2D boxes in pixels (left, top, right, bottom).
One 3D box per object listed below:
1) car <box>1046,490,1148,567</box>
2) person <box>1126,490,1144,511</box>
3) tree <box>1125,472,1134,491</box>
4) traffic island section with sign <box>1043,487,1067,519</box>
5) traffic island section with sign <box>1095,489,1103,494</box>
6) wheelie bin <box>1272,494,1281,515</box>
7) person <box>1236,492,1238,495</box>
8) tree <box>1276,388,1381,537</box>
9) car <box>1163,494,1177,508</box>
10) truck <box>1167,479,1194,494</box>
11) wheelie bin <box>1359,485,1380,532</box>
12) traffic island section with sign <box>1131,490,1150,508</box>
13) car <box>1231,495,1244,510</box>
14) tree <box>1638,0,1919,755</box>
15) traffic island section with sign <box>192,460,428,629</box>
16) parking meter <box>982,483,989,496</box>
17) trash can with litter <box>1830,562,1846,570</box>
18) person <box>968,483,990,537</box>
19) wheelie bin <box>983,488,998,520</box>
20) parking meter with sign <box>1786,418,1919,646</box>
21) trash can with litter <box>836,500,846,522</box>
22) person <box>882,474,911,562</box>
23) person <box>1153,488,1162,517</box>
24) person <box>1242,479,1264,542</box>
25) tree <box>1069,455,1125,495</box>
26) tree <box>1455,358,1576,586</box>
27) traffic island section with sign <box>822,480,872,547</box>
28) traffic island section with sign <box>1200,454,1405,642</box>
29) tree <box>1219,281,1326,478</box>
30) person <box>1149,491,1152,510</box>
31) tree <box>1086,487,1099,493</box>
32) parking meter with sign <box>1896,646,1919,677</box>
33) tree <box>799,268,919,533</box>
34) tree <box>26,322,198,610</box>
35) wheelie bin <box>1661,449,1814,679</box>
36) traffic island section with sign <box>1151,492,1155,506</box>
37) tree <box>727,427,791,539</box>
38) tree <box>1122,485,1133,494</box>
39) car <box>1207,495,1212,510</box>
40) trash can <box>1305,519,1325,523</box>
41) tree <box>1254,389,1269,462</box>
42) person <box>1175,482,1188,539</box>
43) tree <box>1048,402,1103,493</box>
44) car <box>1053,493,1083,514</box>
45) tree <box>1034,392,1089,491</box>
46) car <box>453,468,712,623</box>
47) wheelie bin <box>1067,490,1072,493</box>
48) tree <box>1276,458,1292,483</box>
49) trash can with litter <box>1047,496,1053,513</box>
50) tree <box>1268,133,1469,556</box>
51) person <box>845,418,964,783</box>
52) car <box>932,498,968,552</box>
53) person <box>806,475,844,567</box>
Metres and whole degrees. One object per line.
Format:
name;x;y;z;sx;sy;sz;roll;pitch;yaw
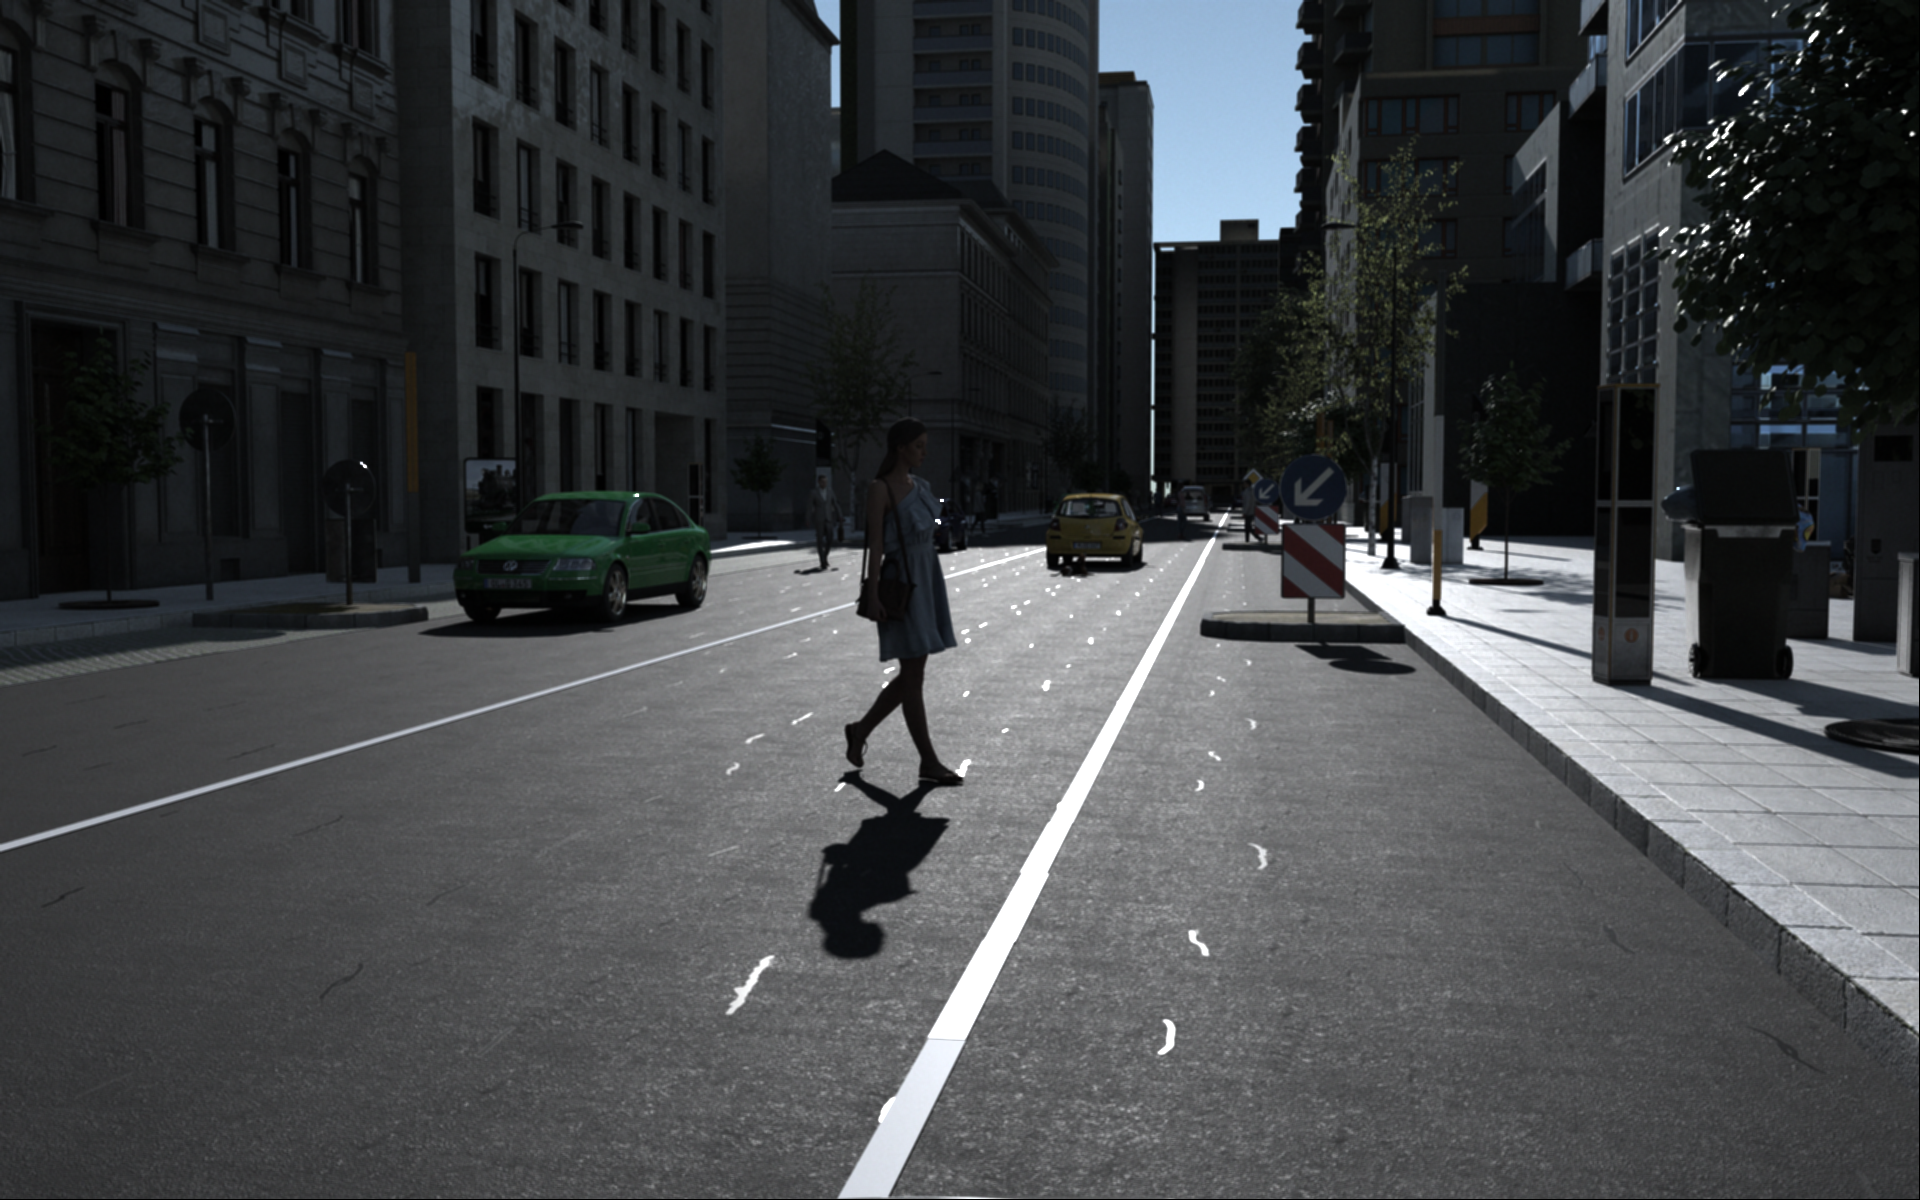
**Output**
car;2.803;-1.543;35.458;2.015;1.641;3.980;1;4;10
person;14.617;-8.367;145.514;1.509;1.804;0.699;2;4;26
tree;18.148;-13.136;198.480;4.285;4.588;4.351;0;3;0
traffic island section with sign;5.918;-5.620;100.515;1.989;1.847;2.006;1;4;9
traffic island section with sign;10.302;-7.296;127.925;1.989;1.847;2.006;1;4;9
wheelie bin;19.877;-6.160;108.626;0.693;1.594;0.980;1;4;22
person;35.161;-12.868;219.443;0.434;1.755;0.990;1;4;12
tree;11.271;-4.196;52.322;4.285;4.588;4.351;0;3;0
car;22.102;-10.416;179.342;2.155;1.783;4.494;0;4;7
truck;28.188;-13.755;220.825;3.469;3.379;9.791;1;4;9
wheelie bin;13.999;-3.108;58.719;0.980;1.594;0.693;0;4;1
traffic island section with sign;18.120;-10.281;176.723;1.989;1.847;2.006;1;4;9
car;25.847;-8.959;159.055;1.945;1.354;3.894;0;4;7
tree;5.265;-1.530;8.733;4.285;4.588;4.351;0;3;0
traffic island section with sign;-7.080;-0.652;19.293;1.989;1.847;2.006;1;4;9
parking meter;1.341;-5.265;91.786;0.255;1.863;0.399;2;4;35
trash can with litter;15.609;-1.152;29.889;2.233;1.210;1.678;-2;4;-32
person;0.627;-3.008;57.867;0.728;1.800;0.709;0;4;-3
wheelie bin;1.562;-4.842;87.081;0.693;1.594;0.980;3;4;37
parking meter with sign;8.164;-1.149;15.050;1.738;3.016;0.543;2;4;26
trash can with litter;-5.655;-4.086;78.189;0.624;1.170;1.055;2;4;34
person;-1.014;-1.401;31.501;0.778;1.811;0.616;-1;4;-15
person;12.656;-6.236;110.633;0.721;1.800;0.419;0;4;-2
person;7.876;-2.346;46.708;0.795;1.843;0.661;2;4;29
tree;10.692;-9.885;145.332;4.285;4.588;4.351;0;3;0
tree;7.950;-1.842;24.717;1.663;3.219;1.824;0;3;0
traffic island section with sign;-2.621;-2.358;47.173;1.989;1.847;2.006;1;4;9
traffic island section with sign;3.503;-0.567;17.897;1.989;1.847;2.006;1;4;9
tree;20.605;-12.113;104.699;9.857;13.997;8.962;0;3;0
person;17.131;-8.936;155.527;0.530;1.710;0.541;2;4;33
tree;12.158;-10.012;158.294;1.663;3.219;1.824;0;3;0
parking meter with sign;7.532;-0.962;11.996;1.738;3.016;0.543;1;4;13
tree;-3.495;-6.547;57.413;4.737;8.622;4.395;0;3;0
tree;-9.705;-1.520;19.447;1.663;3.219;1.824;0;3;0
wheelie bin;5.451;-0.264;12.224;0.980;1.594;0.693;1;4;11
traffic island section with sign;22.375;-11.909;203.342;1.989;1.847;2.006;1;4;9
tree;-5.815;-3.375;49.785;1.663;3.219;1.824;0;3;0
tree;19.730;-12.848;204.670;1.663;3.219;1.824;0;3;0
car;22.327;-9.025;159.554;2.014;1.417;4.499;1;4;10
trash can;11.279;-2.652;55.018;0.748;1.137;0.748;0;3;0
tree;15.945;-8.061;82.158;4.360;8.622;3.978;0;3;0
person;7.038;-2.844;55.003;0.388;1.821;0.555;-1;4;-16
tree;9.206;-11.465;137.814;4.737;8.622;4.395;0;3;0
car;5.332;-4.395;80.650;1.959;1.807;4.718;0;4;7
tree;7.377;-10.636;124.268;4.360;8.622;3.978;0;3;0
car;-4.422;-0.735;20.815;1.959;1.807;4.718;1;4;10
wheelie bin;7.929;-7.261;126.630;0.693;1.594;0.980;1;4;20
tree;17.756;-5.992;92.574;1.663;3.219;1.824;0;3;0
trash can with litter;6.242;-6.627;119.735;0.624;1.170;1.055;-1;4;-16
tree;8.617;-5.248;36.167;4.360;8.622;3.978;0;3;0
person;-0.323;-0.006;8.699;0.778;1.811;0.616;3;4;37
car;-0.881;-1.942;44.329;1.945;1.354;3.894;1;4;9
person;-2.669;-1.560;34.132;0.709;1.813;0.853;-2;4;-27
